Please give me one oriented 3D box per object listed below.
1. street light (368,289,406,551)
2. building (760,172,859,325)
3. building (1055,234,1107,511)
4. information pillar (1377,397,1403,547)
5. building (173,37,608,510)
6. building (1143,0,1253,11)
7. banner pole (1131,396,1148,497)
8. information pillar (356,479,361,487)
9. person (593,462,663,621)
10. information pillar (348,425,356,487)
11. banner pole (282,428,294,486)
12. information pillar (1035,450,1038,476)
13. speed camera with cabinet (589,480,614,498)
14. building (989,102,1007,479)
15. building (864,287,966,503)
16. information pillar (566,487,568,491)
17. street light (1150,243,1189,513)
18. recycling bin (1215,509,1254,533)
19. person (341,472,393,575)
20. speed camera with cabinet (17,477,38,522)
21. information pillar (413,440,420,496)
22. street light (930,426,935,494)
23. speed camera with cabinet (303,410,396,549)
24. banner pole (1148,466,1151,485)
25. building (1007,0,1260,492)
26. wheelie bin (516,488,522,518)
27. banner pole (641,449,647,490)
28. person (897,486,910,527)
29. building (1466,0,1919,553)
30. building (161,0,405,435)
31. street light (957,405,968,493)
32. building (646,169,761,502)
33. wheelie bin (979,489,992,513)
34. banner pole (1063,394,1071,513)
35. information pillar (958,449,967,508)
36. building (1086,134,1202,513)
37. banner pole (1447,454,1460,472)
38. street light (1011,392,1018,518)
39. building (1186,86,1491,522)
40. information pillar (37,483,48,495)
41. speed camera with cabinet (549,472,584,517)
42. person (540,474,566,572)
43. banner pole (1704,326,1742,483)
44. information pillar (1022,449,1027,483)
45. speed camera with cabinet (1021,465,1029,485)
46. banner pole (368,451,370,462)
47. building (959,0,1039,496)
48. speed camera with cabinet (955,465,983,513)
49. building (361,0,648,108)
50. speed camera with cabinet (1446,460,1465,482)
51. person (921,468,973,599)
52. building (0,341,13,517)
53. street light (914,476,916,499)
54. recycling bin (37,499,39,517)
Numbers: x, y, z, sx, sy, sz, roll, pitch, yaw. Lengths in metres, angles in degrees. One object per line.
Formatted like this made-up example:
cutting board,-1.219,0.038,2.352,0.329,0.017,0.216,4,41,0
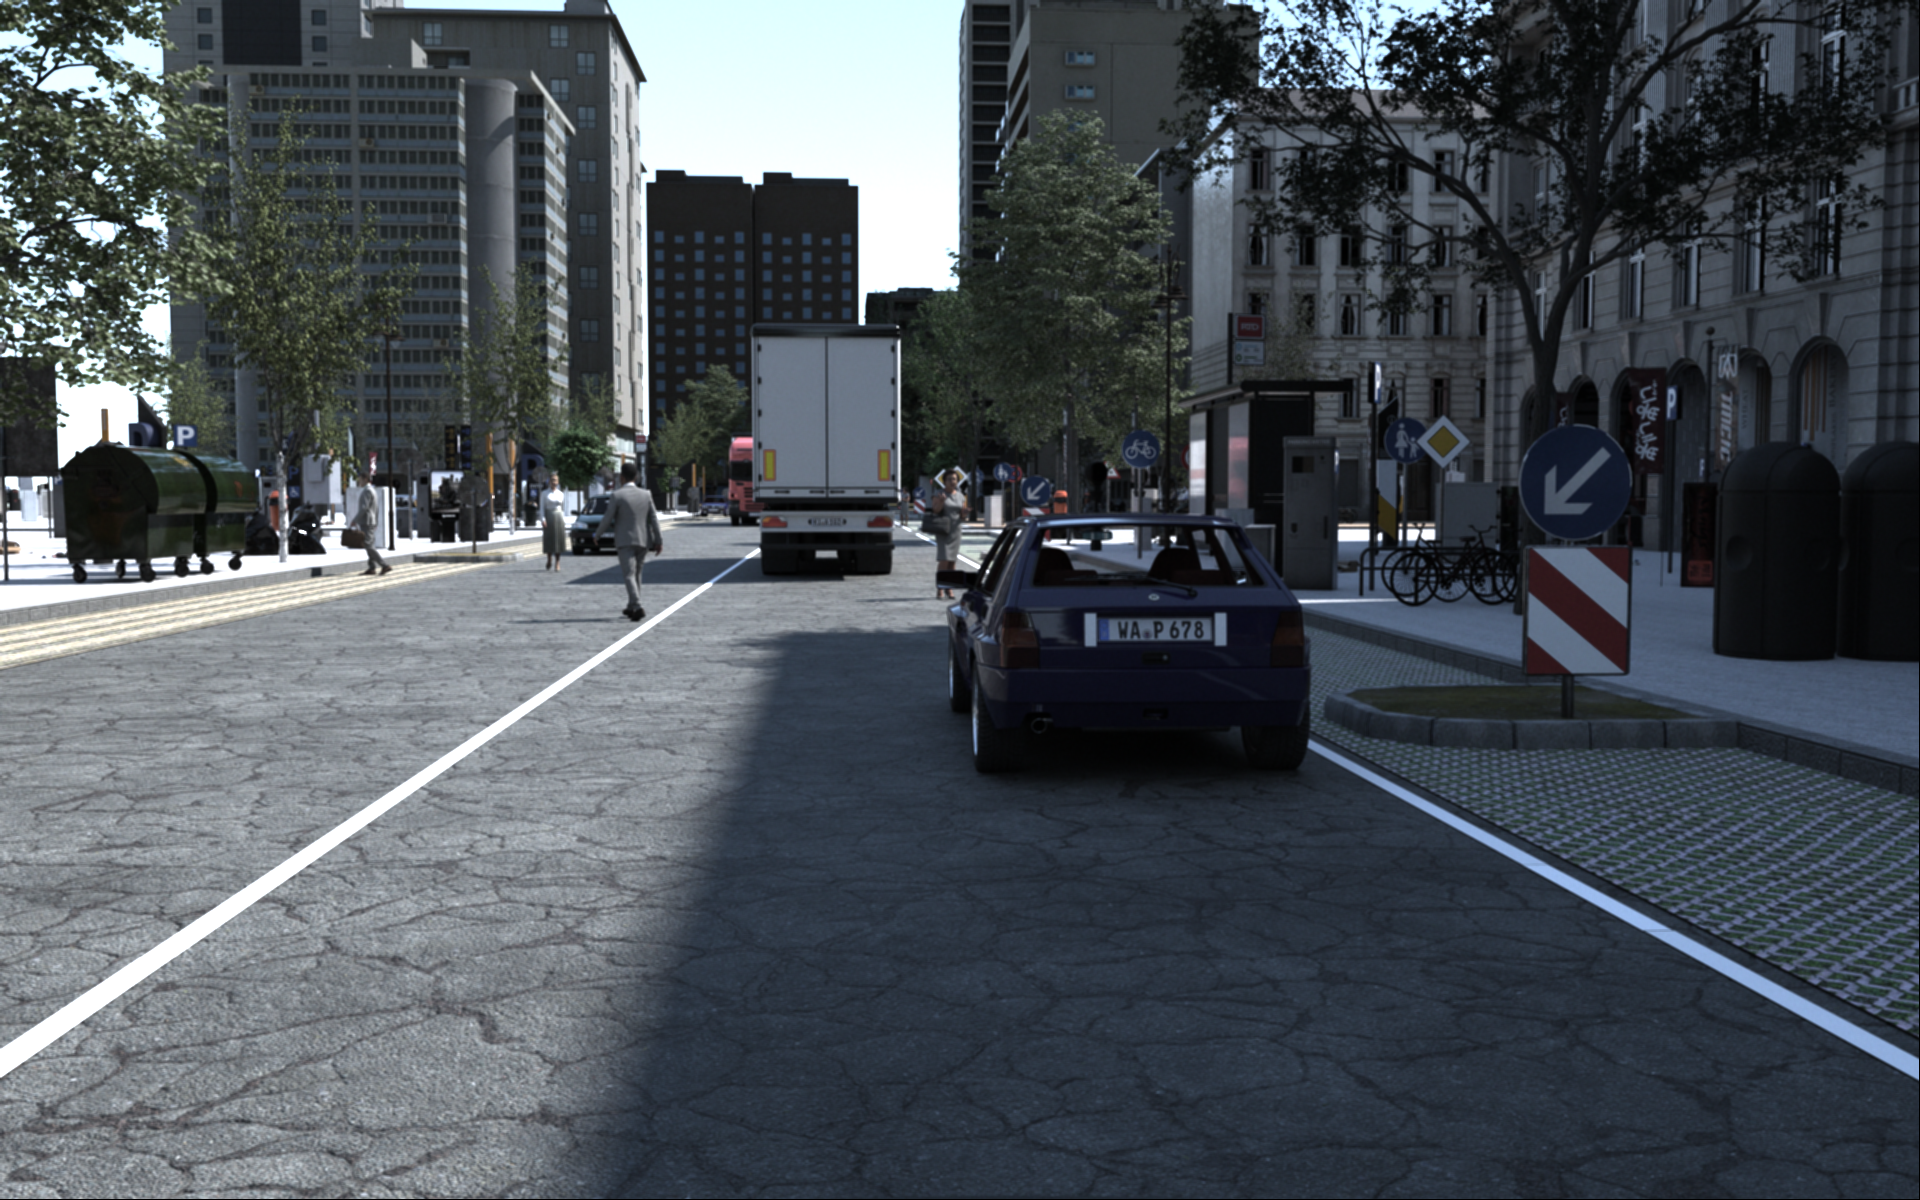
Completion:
street light,-12.892,-4.057,39.116,0.468,5.910,1.993,0,4,-4
building,-21.356,-36.311,243.798,14.200,45.320,14.600,0,4,-4
building,13.349,-18.694,134.524,11.050,23.489,19.941,0,4,-4
information pillar,10.275,-3.075,41.639,0.504,3.616,0.183,0,4,-7
building,-47.847,-28.142,152.008,32.217,40.220,23.993,0,4,-4
building,31.487,-49.648,249.989,20.611,71.187,20.563,0,4,-4
banner pole,4.475,-3.331,44.483,0.401,3.779,0.863,0,4,-5
information pillar,-27.278,-4.545,78.810,0.304,2.012,0.304,2,4,35
person,-3.755,-0.671,19.753,0.678,1.792,0.850,-2,4,-35
information pillar,-20.638,-4.128,58.854,0.183,3.616,0.504,-3,4,-36
banner pole,-25.638,-4.657,66.155,0.863,3.779,0.401,0,4,6
information pillar,4.105,-6.226,93.145,0.183,3.616,0.504,1,4,9
speed camera with cabinet,-19.459,-6.179,95.367,2.038,3.252,0.660,2,4,29
building,15.802,-35.140,194.155,23.786,49.044,30.456,0,4,-4
building,-6.466,-28.952,245.067,14.107,30.474,14.160,0,4,-4
information pillar,-24.904,-7.236,109.669,0.183,3.616,0.504,-1,4,-17
street light,3.861,-3.628,32.111,0.468,5.910,1.993,0,4,-4
recycling bin,4.824,-1.063,29.937,0.722,1.027,0.722,0,4,-3
person,-10.421,-1.334,30.432,0.853,1.813,0.709,-1,4,-14
speed camera with cabinet,-43.097,-5.242,80.042,0.660,3.252,2.038,-2,4,-34
information pillar,-23.412,-5.094,74.634,0.183,3.616,0.504,-3,5,-45
street light,-1.790,-8.712,115.227,0.468,5.910,1.993,0,4,-4
speed camera with cabinet,-14.358,-2.837,40.726,2.038,3.252,0.660,1,4,9
banner pole,6.523,-4.335,60.892,0.401,3.779,0.863,-1,4,-19
building,16.188,-33.300,168.157,21.300,48.544,21.600,0,4,-4
wheelie bin,-23.290,-5.089,91.109,0.693,1.594,0.980,-1,4,-10
banner pole,-17.601,-6.520,96.614,0.401,3.779,0.863,-3,4,-36
person,-2.554,-4.115,76.139,0.532,1.782,0.716,-3,5,-42
building,21.444,-11.957,37.303,13.314,21.916,24.055,0,4,-4
building,-73.816,-46.132,192.516,20.611,71.187,20.563,0,4,-4
street light,0.117,-7.026,87.656,0.468,5.910,1.993,0,4,-4
building,-35.752,-36.206,242.085,14.200,45.320,14.600,0,4,-4
wheelie bin,1.699,-6.685,117.215,0.980,1.594,0.693,-3,4,-38
banner pole,2.681,-3.277,43.591,0.401,3.779,0.863,-1,4,-9
information pillar,0.130,-6.004,89.521,0.504,3.616,0.183,-1,4,-18
building,17.042,-17.777,109.728,14.314,24.678,30.058,0,4,-4
banner pole,22.511,-5.456,79.220,0.863,3.779,0.401,-1,4,-21
street light,1.950,-5.327,59.879,0.468,5.910,1.993,0,4,-4
building,21.006,-14.421,84.930,18.267,20.994,9.793,0,4,-4
information pillar,-63.204,-7.025,119.348,0.304,2.012,0.304,-2,4,-32
speed camera with cabinet,-22.325,-6.325,97.745,2.038,3.252,0.660,-2,4,-34
person,-7.577,-1.434,32.178,0.478,1.798,0.641,-1,4,-19
banner pole,11.274,-2.186,25.762,0.401,3.779,0.863,-1,4,-17
information pillar,3.327,-5.996,89.382,0.183,3.616,0.504,-1,4,-21
speed camera with cabinet,4.330,-7.557,117.892,0.660,3.252,2.038,-1,4,-11
banner pole,-34.439,-6.815,101.444,0.401,3.779,0.863,1,4,12
building,10.643,-49.555,248.474,20.611,71.187,20.563,0,4,-4
speed camera with cabinet,0.549,-7.619,118.906,2.038,3.252,0.660,2,4,32
building,-49.513,-36.757,190.217,27.495,52.752,28.713,0,4,-4
speed camera with cabinet,20.571,-4.685,70.941,0.660,3.252,2.038,0,4,-8
person,-0.186,-0.901,23.587,0.716,1.782,0.532,-2,4,-29
building,-35.261,-12.494,40.428,21.152,22.565,11.583,0,4,-4
street light,-3.707,-10.364,142.233,0.468,5.910,1.993,0,4,-4
recycling bin,-51.939,-5.147,96.704,0.722,1.027,0.722,-3,5,-40
